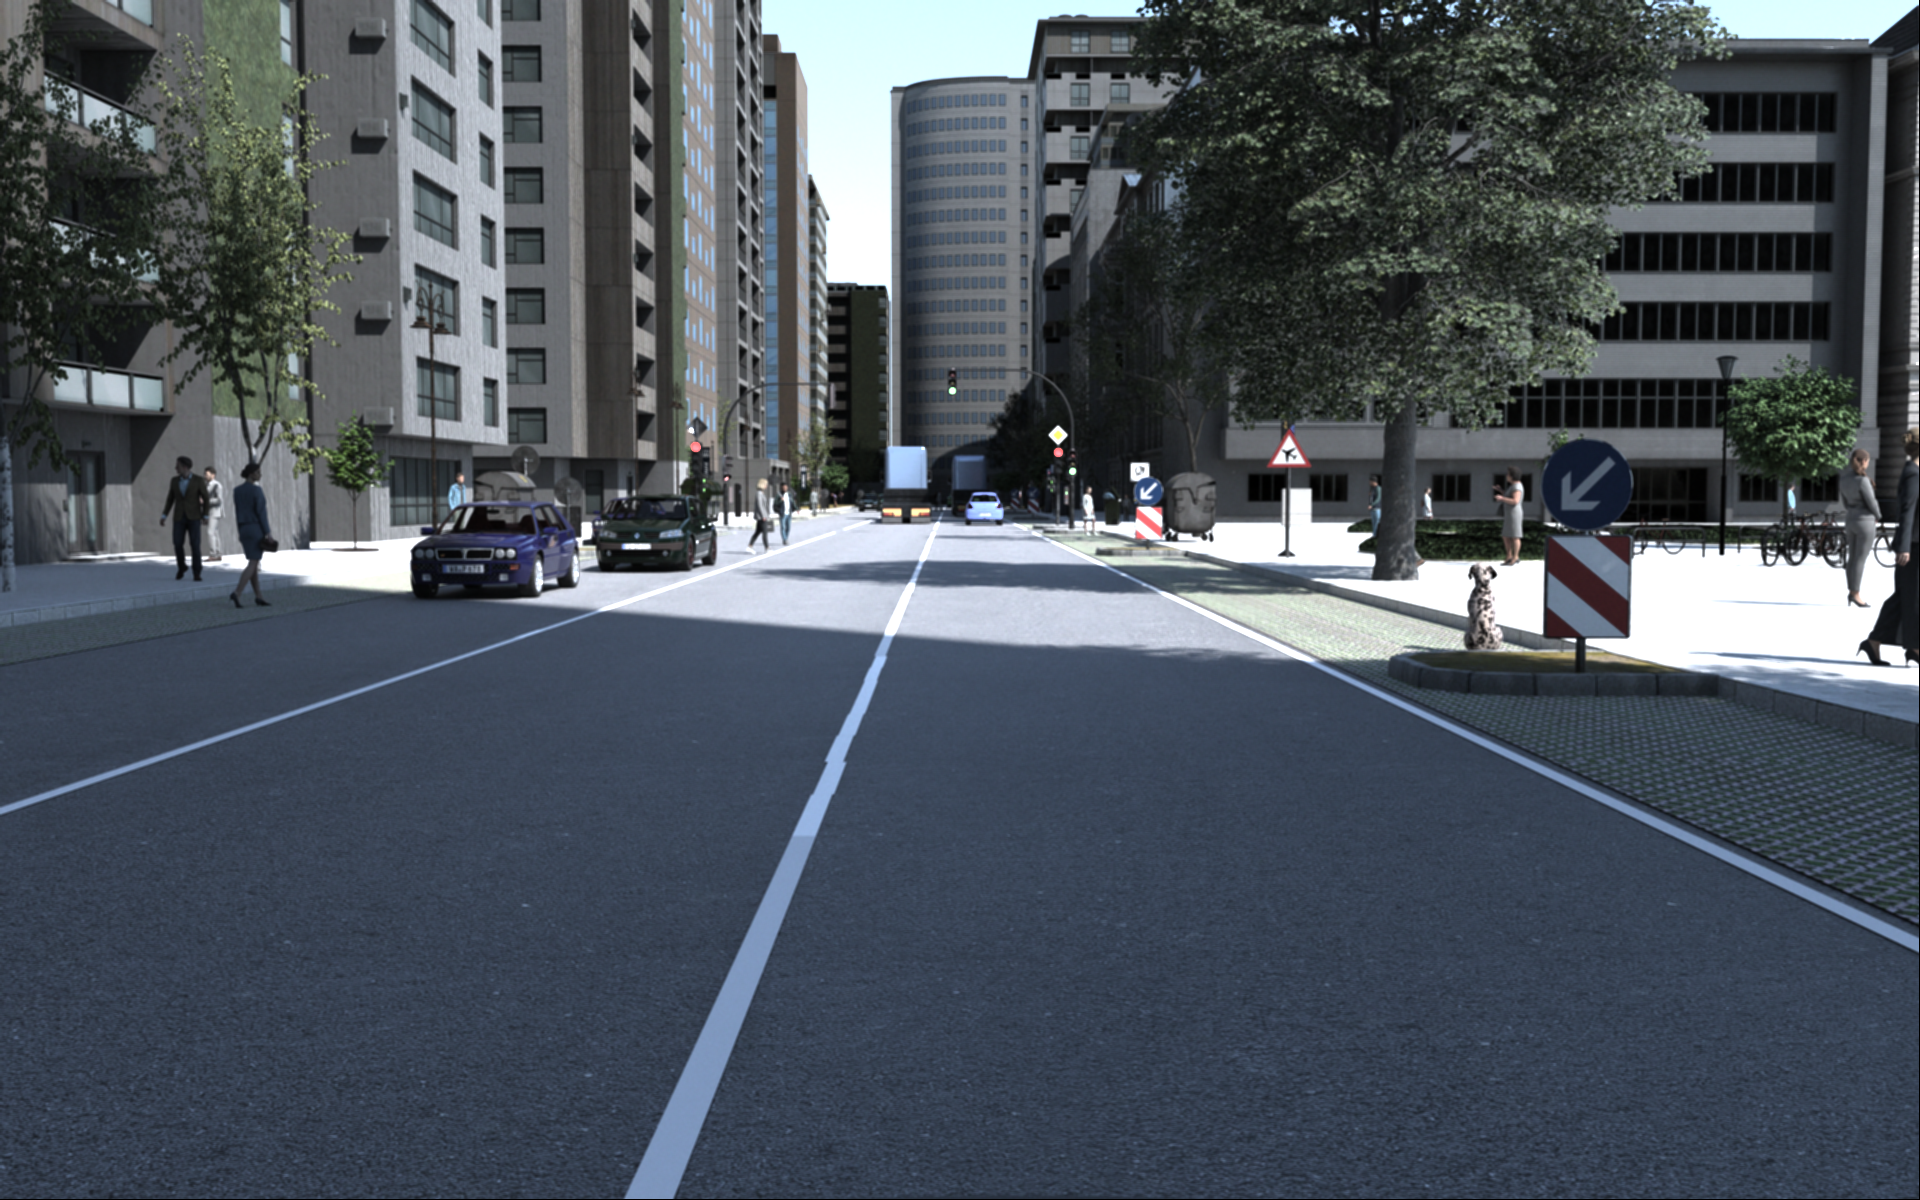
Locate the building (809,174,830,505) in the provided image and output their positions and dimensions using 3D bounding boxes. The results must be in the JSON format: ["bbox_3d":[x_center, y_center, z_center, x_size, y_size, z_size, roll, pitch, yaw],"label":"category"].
[{"bbox_3d":[-27.523,-31.247,202.772,23.993,40.220,32.217,0,4,0],"label":"building"}]

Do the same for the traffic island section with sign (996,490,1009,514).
[{"bbox_3d":[3.758,-6.976,122.687,1.989,1.847,2.006,0,4,0],"label":"traffic island section with sign"}]

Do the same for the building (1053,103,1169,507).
[{"bbox_3d":[25.216,-28.940,165.049,32.217,40.220,23.993,0,4,0],"label":"building"}]

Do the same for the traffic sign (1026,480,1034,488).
[{"bbox_3d":[6.033,-8.957,146.457,0.884,2.594,0.081,1,4,9],"label":"traffic sign"}]

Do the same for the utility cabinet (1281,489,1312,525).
[{"bbox_3d":[13.655,-3.770,70.324,1.173,1.500,0.318,0,4,-2],"label":"utility cabinet"}]

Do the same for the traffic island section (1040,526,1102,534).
[{"bbox_3d":[4.077,-2.495,63.079,2.009,0.180,2.903,0,4,0],"label":"traffic island section"}]

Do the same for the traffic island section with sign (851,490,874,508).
[{"bbox_3d":[-9.845,-10.057,173.055,1.989,1.847,2.006,0,4,0],"label":"traffic island section with sign"}]

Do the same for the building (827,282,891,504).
[{"bbox_3d":[-16.700,-28.592,239.185,14.107,30.474,14.160,0,4,0],"label":"building"}]

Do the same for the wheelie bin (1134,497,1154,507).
[{"bbox_3d":[7.618,-3.849,70.838,0.980,1.594,0.693,-1,4,-8],"label":"wheelie bin"}]

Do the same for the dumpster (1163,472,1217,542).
[{"bbox_3d":[6.217,-2.502,46.664,1.264,1.857,1.865,0,4,0],"label":"dumpster"}]

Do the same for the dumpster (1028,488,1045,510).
[{"bbox_3d":[5.903,-7.791,133.135,1.264,1.857,1.865,0,4,0],"label":"dumpster"}]

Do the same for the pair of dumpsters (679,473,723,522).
[{"bbox_3d":[-11.721,-4.635,78.282,1.574,2.255,4.437,0,4,0],"label":"pair of dumpsters"}]

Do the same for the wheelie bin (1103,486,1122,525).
[{"bbox_3d":[6.258,-3.877,71.301,0.693,1.594,0.980,1,4,15],"label":"wheelie bin"}]

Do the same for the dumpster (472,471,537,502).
[{"bbox_3d":[-11.692,-2.366,44.437,1.264,1.857,1.865,0,4,0],"label":"dumpster"}]

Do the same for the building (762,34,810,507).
[{"bbox_3d":[-22.573,-32.000,173.316,14.600,45.320,14.200,0,4,0],"label":"building"}]

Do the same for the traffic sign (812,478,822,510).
[{"bbox_3d":[-11.671,-8.630,141.208,0.768,2.556,0.104,0,4,1],"label":"traffic sign"}]

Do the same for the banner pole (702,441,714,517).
[{"bbox_3d":[-11.764,-5.577,81.200,0.863,3.779,0.401,2,4,30],"label":"banner pole"}]

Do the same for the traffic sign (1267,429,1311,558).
[{"bbox_3d":[6.559,-2.115,34.584,0.884,2.594,0.081,0,4,2],"label":"traffic sign"}]

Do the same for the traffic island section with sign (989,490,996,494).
[{"bbox_3d":[3.471,-10.042,172.817,1.989,1.847,2.006,0,4,0],"label":"traffic island section with sign"}]

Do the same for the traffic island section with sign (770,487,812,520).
[{"bbox_3d":[-9.415,-5.336,95.866,1.989,1.847,2.006,0,4,0],"label":"traffic island section with sign"}]

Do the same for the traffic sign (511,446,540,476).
[{"bbox_3d":[-11.429,-2.780,45.554,0.768,2.556,0.104,0,4,5],"label":"traffic sign"}]

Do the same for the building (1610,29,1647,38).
[{"bbox_3d":[62.717,-37.618,204.292,27.495,52.752,28.713,0,4,0],"label":"building"}]

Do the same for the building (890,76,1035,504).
[{"bbox_3d":[4.512,-42.796,241.714,28.212,58.520,21.231,0,4,0],"label":"building"}]

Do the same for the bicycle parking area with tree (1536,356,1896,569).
[{"bbox_3d":[16.643,-2.854,33.664,9.016,4.147,8.231,0,4,-6],"label":"bicycle parking area with tree"}]

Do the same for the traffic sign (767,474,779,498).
[{"bbox_3d":[-11.788,-6.685,109.411,0.768,2.556,0.104,0,4,2],"label":"traffic sign"}]

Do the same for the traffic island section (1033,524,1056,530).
[{"bbox_3d":[4.033,-2.984,71.064,2.009,0.180,2.903,0,4,0],"label":"traffic island section"}]

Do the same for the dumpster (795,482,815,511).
[{"bbox_3d":[-12.087,-8.098,134.903,1.502,2.255,1.985,0,4,0],"label":"dumpster"}]

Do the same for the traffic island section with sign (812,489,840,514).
[{"bbox_3d":[-9.582,-7.019,123.381,1.989,1.847,2.006,0,4,0],"label":"traffic island section with sign"}]

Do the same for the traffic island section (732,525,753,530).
[{"bbox_3d":[-9.609,-2.979,70.993,2.009,0.180,2.903,0,4,0],"label":"traffic island section"}]

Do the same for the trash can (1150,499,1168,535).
[{"bbox_3d":[6.330,-2.657,55.103,0.748,1.137,0.748,0,3,0],"label":"trash can"}]

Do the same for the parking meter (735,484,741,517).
[{"bbox_3d":[-12.349,-5.545,96.364,0.255,1.863,0.399,1,4,14],"label":"parking meter"}]

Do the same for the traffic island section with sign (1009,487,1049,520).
[{"bbox_3d":[3.902,-5.328,95.733,1.989,1.847,2.006,0,4,0],"label":"traffic island section with sign"}]

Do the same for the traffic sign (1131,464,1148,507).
[{"bbox_3d":[5.948,-3.379,57.378,0.606,2.300,0.079,0,4,4],"label":"traffic sign"}]

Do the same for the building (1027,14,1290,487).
[{"bbox_3d":[22.250,-36.765,190.346,28.713,52.752,27.495,0,4,0],"label":"building"}]

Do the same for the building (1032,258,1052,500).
[{"bbox_3d":[15.735,-26.941,212.180,14.160,30.474,14.107,0,4,0],"label":"building"}]

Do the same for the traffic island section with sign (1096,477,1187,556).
[{"bbox_3d":[4.210,-1.946,40.451,1.989,1.847,2.006,0,4,0],"label":"traffic island section with sign"}]

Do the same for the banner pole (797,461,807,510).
[{"bbox_3d":[-11.937,-8.586,130.398,0.863,3.779,0.401,-1,4,-18],"label":"banner pole"}]

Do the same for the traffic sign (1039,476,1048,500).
[{"bbox_3d":[6.089,-7.564,123.669,0.884,2.594,0.081,0,4,1],"label":"traffic sign"}]

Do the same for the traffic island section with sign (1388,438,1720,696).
[{"bbox_3d":[4.360,-0.276,13.135,1.989,1.847,2.006,0,4,0],"label":"traffic island section with sign"}]

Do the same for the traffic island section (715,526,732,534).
[{"bbox_3d":[-9.564,-2.491,63.008,2.009,0.180,2.903,0,4,0],"label":"traffic island section"}]

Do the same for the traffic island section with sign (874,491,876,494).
[{"bbox_3d":[-9.999,-11.705,200.010,1.989,1.847,2.006,0,4,0],"label":"traffic island section with sign"}]

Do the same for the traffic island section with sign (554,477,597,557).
[{"bbox_3d":[-9.109,-1.919,40.008,1.989,1.847,2.006,0,4,0],"label":"traffic island section with sign"}]
